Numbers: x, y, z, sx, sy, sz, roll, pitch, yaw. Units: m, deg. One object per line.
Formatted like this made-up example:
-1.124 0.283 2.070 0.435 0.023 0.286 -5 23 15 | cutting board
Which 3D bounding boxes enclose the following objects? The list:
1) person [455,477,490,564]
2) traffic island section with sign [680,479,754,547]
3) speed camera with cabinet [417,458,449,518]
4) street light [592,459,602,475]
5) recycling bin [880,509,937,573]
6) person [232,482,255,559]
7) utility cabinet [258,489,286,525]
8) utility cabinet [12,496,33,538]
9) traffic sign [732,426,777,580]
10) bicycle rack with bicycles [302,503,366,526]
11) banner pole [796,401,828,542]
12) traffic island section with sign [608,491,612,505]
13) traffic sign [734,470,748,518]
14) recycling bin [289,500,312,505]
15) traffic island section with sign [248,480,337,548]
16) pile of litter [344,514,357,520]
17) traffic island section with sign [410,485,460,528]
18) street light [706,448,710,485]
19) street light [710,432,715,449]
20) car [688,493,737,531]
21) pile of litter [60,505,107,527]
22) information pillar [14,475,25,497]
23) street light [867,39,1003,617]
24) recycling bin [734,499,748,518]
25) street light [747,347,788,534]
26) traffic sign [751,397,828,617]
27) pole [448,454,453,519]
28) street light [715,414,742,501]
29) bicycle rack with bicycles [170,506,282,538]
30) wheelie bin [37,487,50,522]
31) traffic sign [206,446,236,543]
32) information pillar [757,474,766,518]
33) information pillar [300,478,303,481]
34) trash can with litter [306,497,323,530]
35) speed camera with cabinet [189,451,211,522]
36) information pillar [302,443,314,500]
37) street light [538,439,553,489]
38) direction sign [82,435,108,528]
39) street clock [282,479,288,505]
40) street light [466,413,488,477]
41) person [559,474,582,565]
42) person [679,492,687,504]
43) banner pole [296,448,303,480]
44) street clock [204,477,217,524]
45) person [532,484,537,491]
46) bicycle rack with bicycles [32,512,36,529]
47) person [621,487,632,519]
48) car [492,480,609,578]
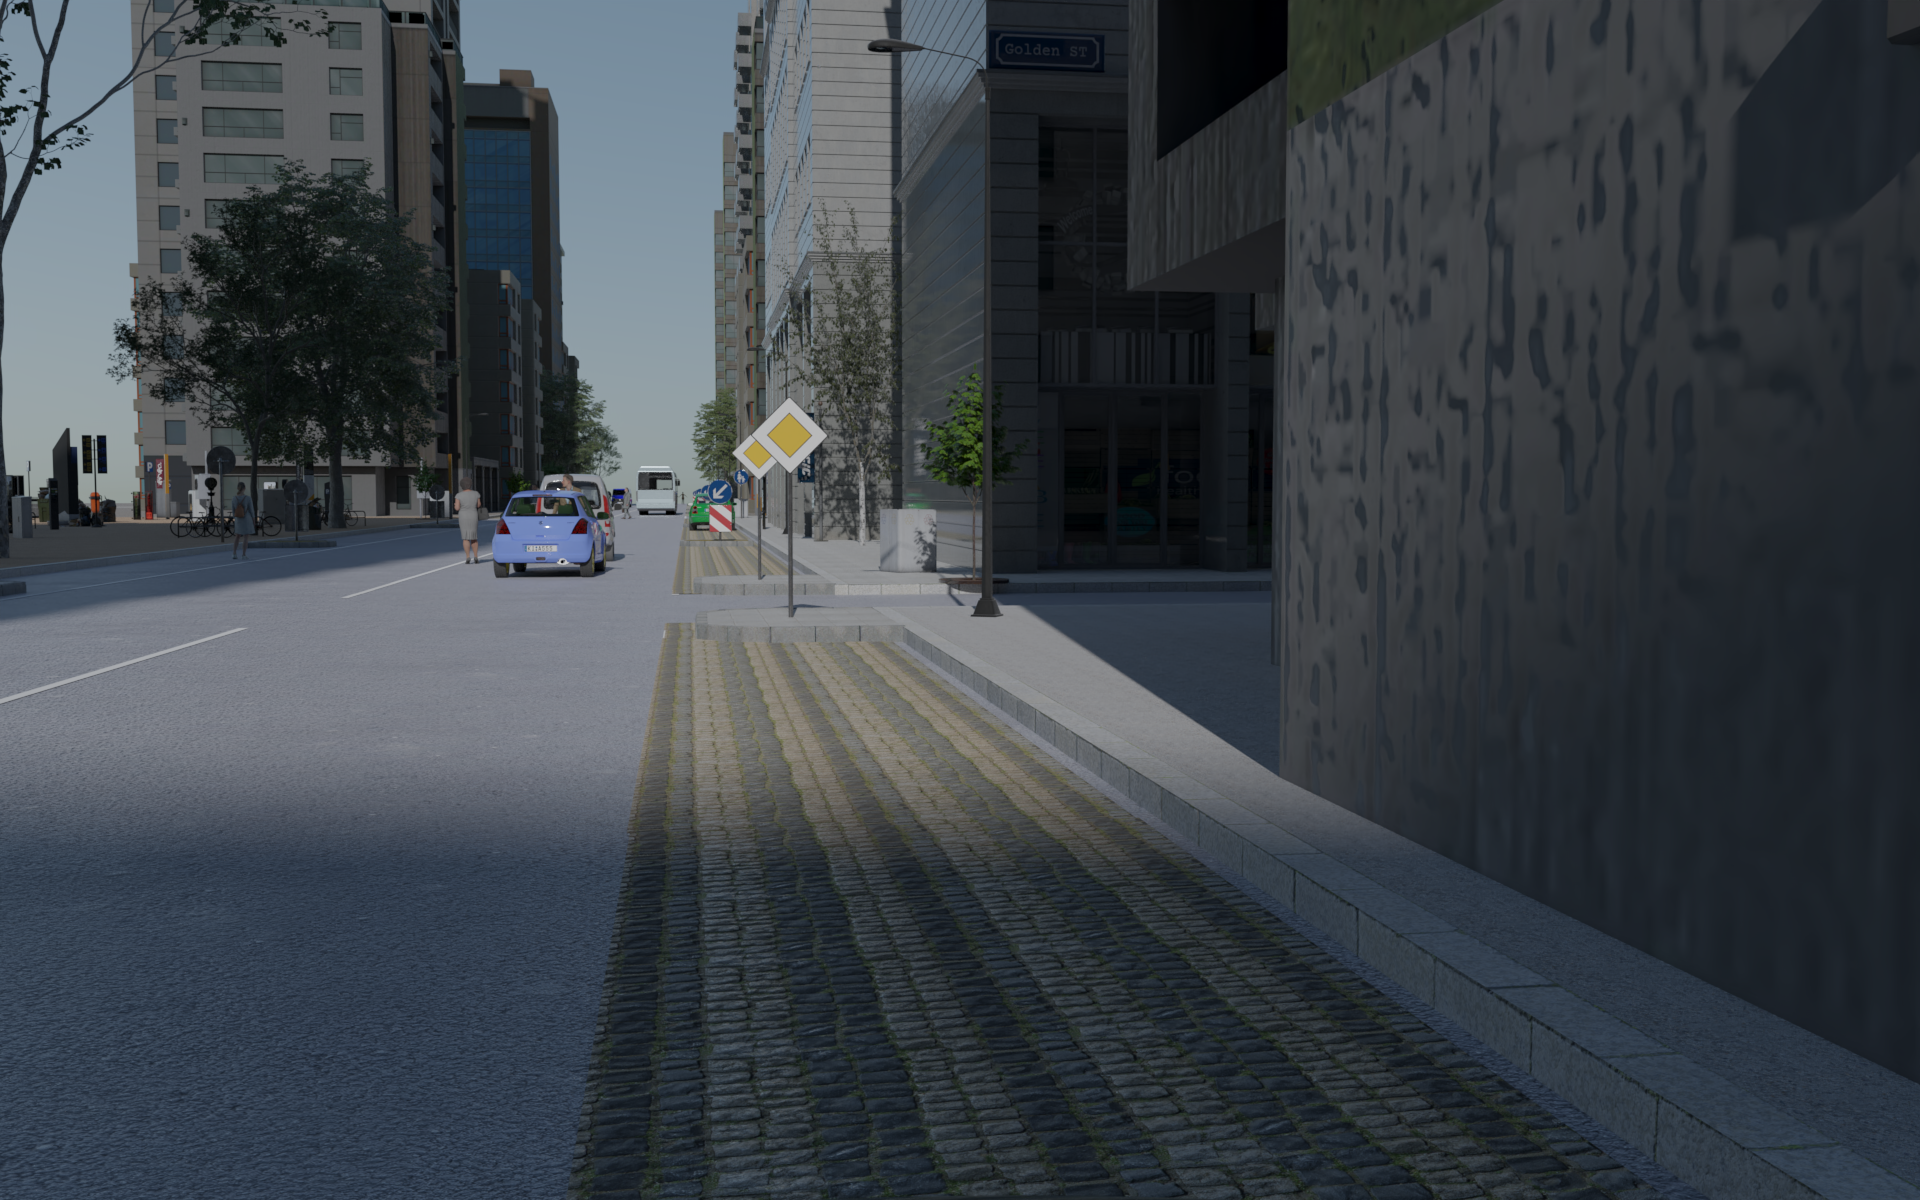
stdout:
-10.018 -1.631 35.520 0.716 1.782 0.532 -2 4 -30 | person
-6.744 -2.398 47.843 1.989 1.847 2.006 -1 4 -9 | traffic island section with sign
-28.597 -6.097 94.018 2.038 3.252 0.660 2 4 34 | speed camera with cabinet
-47.677 -15.590 227.429 1.470 5.913 1.316 -1 4 -9 | street light
-0.854 -0.981 28.595 0.722 1.027 0.722 -2 4 -30 | recycling bin
-15.792 -1.749 38.105 0.512 1.701 0.522 -1 4 -9 | person
-28.647 -3.883 72.165 0.318 1.500 1.173 2 4 27 | utility cabinet
-27.451 -2.417 50.686 0.306 1.237 1.020 -3 5 -42 | utility cabinet
-2.999 -1.358 25.848 0.795 2.450 0.064 -1 4 -9 | traffic sign
-25.281 -3.410 69.136 2.852 0.926 2.925 2 4 24 | bicycle rack with bicycles
-3.996 -3.472 46.784 0.863 3.779 0.401 0 4 -4 | banner pole
-46.855 -13.613 231.195 1.989 1.847 2.006 -1 4 -9 | traffic island section with sign
-11.498 -5.565 91.088 0.768 2.556 0.104 0 4 -1 | traffic sign
-27.740 -3.689 72.867 0.722 1.027 0.722 0 4 -2 | recycling bin
-17.982 -2.333 46.777 1.989 1.847 2.006 -1 4 -9 | traffic island section with sign
-30.500 -4.354 85.160 1.719 0.858 1.176 -1 4 -22 | pile of litter
-22.156 -3.962 73.408 1.989 1.847 2.006 -1 4 -9 | traffic island section with sign
-24.942 -12.385 175.030 1.470 5.913 1.316 -1 4 -9 | street light
-17.758 -9.597 129.451 1.470 5.913 1.316 -1 4 -9 | street light
-9.801 -3.655 68.554 1.959 1.807 4.718 0 4 -8 | car
-34.744 -3.341 68.587 1.719 0.858 1.176 -2 4 -26 | pile of litter
-36.749 -3.861 67.617 0.304 2.012 0.304 1 4 18 | information pillar
-0.252 -2.776 17.928 1.470 5.913 1.316 -1 4 -9 | street light
-11.775 -4.928 93.127 0.722 1.027 0.722 -1 4 -8 | recycling bin
-6.044 -5.041 54.963 1.470 5.913 1.316 -1 4 -9 | street light
-1.764 -0.876 17.959 0.795 2.450 0.064 -1 4 -9 | traffic sign
-25.961 -5.775 88.257 0.158 3.312 0.155 0 3 0 | pole
-13.238 -7.812 100.274 1.470 5.913 1.316 -1 4 -9 | street light
-22.036 -2.326 51.415 2.925 0.926 2.852 0 4 1 | bicycle rack with bicycles
-41.430 -4.326 78.641 0.980 1.594 0.693 0 4 -2 | wheelie bin
-19.534 -2.795 45.808 0.768 2.556 0.104 0 4 -4 | traffic sign
-10.447 -6.107 91.207 0.504 3.616 0.183 0 4 4 | information pillar
-30.731 -4.691 81.183 0.304 2.012 0.304 -1 4 -13 | information pillar
-23.148 -3.059 61.397 1.055 1.170 0.624 0 3 0 | trash can with litter
-35.082 -5.232 79.880 0.660 3.252 2.038 -2 4 -35 | speed camera with cabinet
-28.746 -5.201 76.397 0.183 3.616 0.504 3 5 40 | information pillar
-34.787 -10.568 145.328 1.470 5.913 1.316 -1 4 -9 | street light
-33.158 -4.552 66.420 0.876 3.537 0.379 -1 4 -10 | direction sign
-32.852 -4.880 84.365 0.358 2.002 0.471 -1 4 -10 | street clock
-27.791 -7.768 99.553 1.470 5.913 1.316 -1 4 -9 | street light
-7.994 -1.642 35.251 0.656 1.842 0.836 -2 4 -32 | person
-38.265 -14.076 239.353 1.217 1.735 0.721 0 4 8 | person
-33.764 -6.029 88.591 0.401 3.779 0.863 0 4 7 | banner pole
-32.515 -4.321 75.220 0.358 2.002 0.471 2 4 35 | street clock
-15.499 -3.340 63.201 0.635 1.810 0.391 2 4 32 | person
-35.186 -3.077 63.693 2.852 0.926 2.925 1 4 9 | bicycle rack with bicycles
-19.142 -5.546 99.279 0.767 1.812 0.694 -2 4 -33 | person
-7.287 -1.308 30.970 1.945 1.707 3.694 0 4 -7 | car
